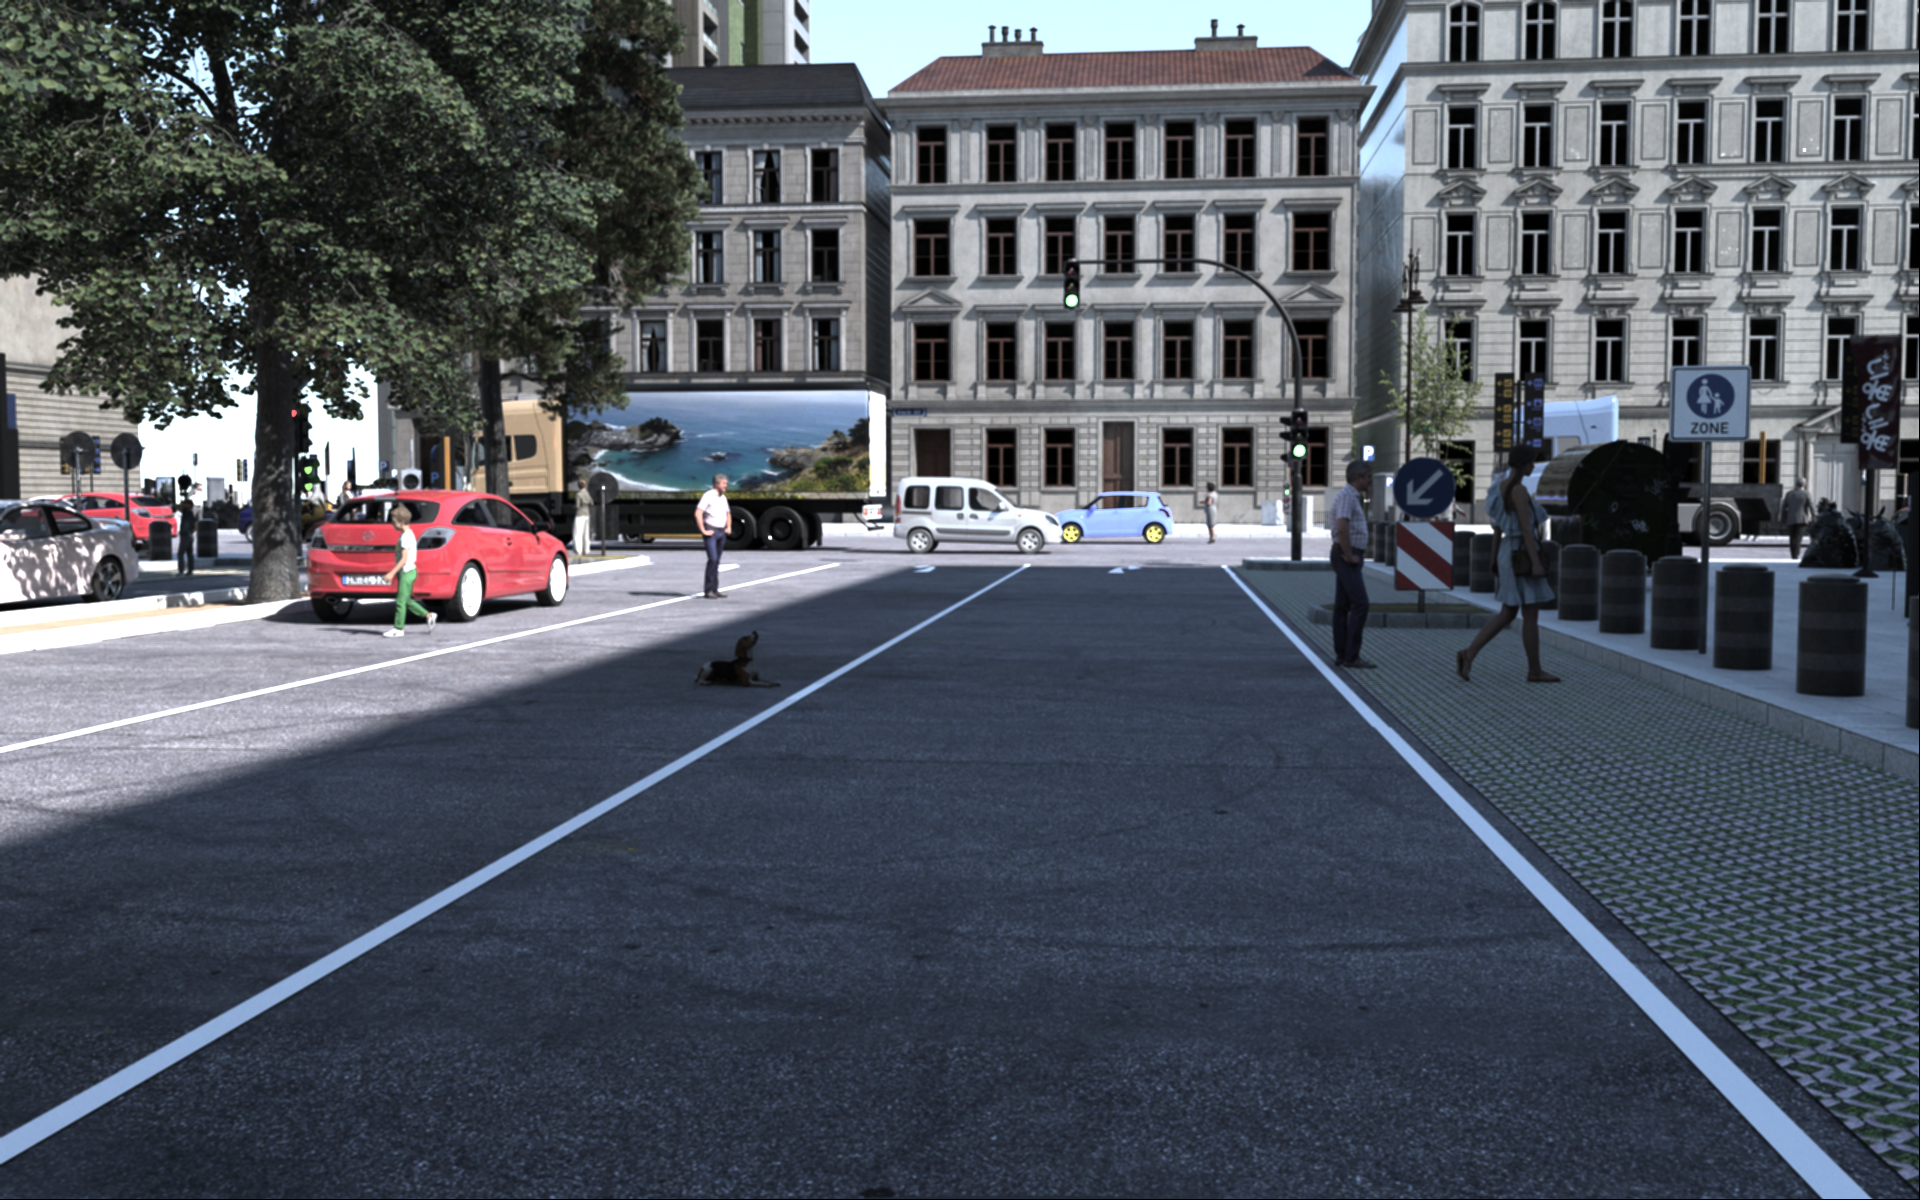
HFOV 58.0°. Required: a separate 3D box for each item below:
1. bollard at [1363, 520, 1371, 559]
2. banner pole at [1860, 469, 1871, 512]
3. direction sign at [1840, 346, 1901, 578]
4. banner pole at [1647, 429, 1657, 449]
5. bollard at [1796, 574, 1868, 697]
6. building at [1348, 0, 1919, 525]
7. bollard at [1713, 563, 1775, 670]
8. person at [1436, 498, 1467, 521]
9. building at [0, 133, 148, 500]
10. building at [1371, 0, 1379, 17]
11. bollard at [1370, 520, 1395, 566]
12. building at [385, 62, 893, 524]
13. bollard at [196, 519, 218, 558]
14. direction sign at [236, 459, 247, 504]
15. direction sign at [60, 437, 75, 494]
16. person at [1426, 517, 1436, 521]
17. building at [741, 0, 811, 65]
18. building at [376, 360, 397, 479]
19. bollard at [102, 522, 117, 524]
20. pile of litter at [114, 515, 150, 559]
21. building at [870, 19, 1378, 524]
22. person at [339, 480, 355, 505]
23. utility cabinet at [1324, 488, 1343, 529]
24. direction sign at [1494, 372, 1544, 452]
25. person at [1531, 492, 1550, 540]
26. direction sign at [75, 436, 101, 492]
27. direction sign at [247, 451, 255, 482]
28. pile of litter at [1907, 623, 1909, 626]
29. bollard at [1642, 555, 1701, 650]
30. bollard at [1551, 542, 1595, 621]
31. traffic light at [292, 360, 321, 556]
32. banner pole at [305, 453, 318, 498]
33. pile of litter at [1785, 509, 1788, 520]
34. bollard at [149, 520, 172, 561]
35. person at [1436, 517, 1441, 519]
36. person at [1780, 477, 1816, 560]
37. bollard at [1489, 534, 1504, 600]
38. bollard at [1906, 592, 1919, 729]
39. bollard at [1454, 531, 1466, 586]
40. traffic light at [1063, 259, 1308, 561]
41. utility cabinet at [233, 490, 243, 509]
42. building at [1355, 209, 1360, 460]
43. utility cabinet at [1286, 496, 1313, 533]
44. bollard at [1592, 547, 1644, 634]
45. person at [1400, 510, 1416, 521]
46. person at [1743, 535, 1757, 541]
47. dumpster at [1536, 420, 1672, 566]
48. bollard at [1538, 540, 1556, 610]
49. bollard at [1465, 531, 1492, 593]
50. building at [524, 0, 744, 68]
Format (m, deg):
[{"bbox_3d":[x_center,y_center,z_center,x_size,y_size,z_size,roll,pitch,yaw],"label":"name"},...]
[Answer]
[{"bbox_3d":[8.167,-1.191,34.184,0.404,0.777,0.398,0,3,0],"label":"bollard"},{"bbox_3d":[32.773,-4.441,62.622,0.863,3.779,0.401,-3,4,-37],"label":"banner pole"},{"bbox_3d":[13.988,-2.120,26.664,0.876,3.537,0.379,0,4,-1],"label":"direction sign"},{"bbox_3d":[26.539,-4.699,66.845,0.863,3.779,0.401,3,4,36],"label":"banner pole"},{"bbox_3d":[5.602,0.219,11.129,0.404,0.777,0.398,0,3,0],"label":"bollard"},{"bbox_3d":[40.412,-18.357,76.555,44.131,29.872,17.030,0,4,6],"label":"building"},{"bbox_3d":[5.781,0.119,12.773,0.404,0.777,0.398,0,3,0],"label":"bollard"},{"bbox_3d":[12.257,-2.124,43.502,0.850,1.792,0.678,3,5,40],"label":"person"},{"bbox_3d":[-60.782,-16.328,86.045,34.723,24.649,14.460,0,4,6],"label":"building"},{"bbox_3d":[49.565,-34.028,145.603,28.713,52.752,27.495,0,4,6],"label":"building"},{"bbox_3d":[7.982,-1.089,32.530,0.404,0.777,0.398,0,3,0],"label":"bollard"},{"bbox_3d":[-23.419,-14.074,81.017,40.483,20.767,10.553,0,4,6],"label":"building"},{"bbox_3d":[-15.285,-1.250,35.152,0.404,0.777,0.398,0,3,0],"label":"bollard"},{"bbox_3d":[-45.867,-7.262,110.738,0.379,3.537,0.876,2,4,26],"label":"direction sign"},{"bbox_3d":[-35.620,-4.745,69.570,0.876,3.537,0.379,-3,5,-40],"label":"direction sign"},{"bbox_3d":[11.078,-1.851,41.027,0.388,1.546,0.482,3,4,37],"label":"person"},{"bbox_3d":[-29.355,-38.516,171.738,28.212,58.520,21.231,0,4,6],"label":"building"},{"bbox_3d":[-50.675,-30.261,178.365,14.086,41.232,14.154,0,4,6],"label":"building"},{"bbox_3d":[-15.651,-1.049,31.867,0.404,0.777,0.398,0,3,0],"label":"bollard"},{"bbox_3d":[-16.529,-1.267,34.686,1.176,0.858,1.719,0,4,-4],"label":"pile of litter"},{"bbox_3d":[7.327,-14.829,78.613,21.152,22.565,11.583,0,4,6],"label":"building"},{"bbox_3d":[-15.817,-2.222,45.109,0.573,1.790,0.520,1,4,15],"label":"person"},{"bbox_3d":[13.515,-3.255,61.895,0.318,1.500,1.173,-2,4,-26],"label":"utility cabinet"},{"bbox_3d":[10.434,-2.471,32.393,0.876,3.537,0.379,1,4,12],"label":"direction sign"},{"bbox_3d":[11.691,-1.569,34.695,0.519,1.759,0.362,3,4,37],"label":"person"},{"bbox_3d":[-33.822,-4.615,67.451,0.379,3.537,0.876,1,4,20],"label":"direction sign"},{"bbox_3d":[-37.142,-6.068,91.204,0.379,3.537,0.876,-2,4,-23],"label":"direction sign"},{"bbox_3d":[10.024,-0.153,16.461,1.719,0.858,1.176,3,4,37],"label":"pile of litter"},{"bbox_3d":[5.969,0.018,14.417,0.404,0.777,0.398,0,3,0],"label":"bollard"},{"bbox_3d":[6.331,-0.183,17.703,0.404,0.777,0.398,0,3,0],"label":"bollard"},{"bbox_3d":[-13.616,-2.854,35.577,0.839,4.253,0.868,0,4,6],"label":"traffic light"},{"bbox_3d":[-35.578,-6.417,94.927,0.863,3.779,0.401,-2,4,-34],"label":"banner pole"},{"bbox_3d":[29.215,-2.897,61.338,1.719,0.858,1.176,-1,4,-12],"label":"pile of litter"},{"bbox_3d":[-15.470,-1.149,33.510,0.404,0.777,0.398,0,3,0],"label":"bollard"},{"bbox_3d":[14.491,-2.665,52.779,0.576,1.737,0.504,1,4,12],"label":"person"},{"bbox_3d":[17.466,-1.661,36.057,0.661,1.777,0.834,3,4,38],"label":"person"},{"bbox_3d":[6.700,-0.384,20.999,0.404,0.777,0.398,0,3,0],"label":"bollard"},{"bbox_3d":[5.413,0.320,9.479,0.404,0.777,0.398,0,3,0],"label":"bollard"},{"bbox_3d":[7.065,-0.585,24.288,0.404,0.777,0.398,0,3,0],"label":"bollard"},{"bbox_3d":[4.384,-3.595,33.454,4.771,5.953,1.251,0,4,6],"label":"traffic light"},{"bbox_3d":[-41.080,-5.501,98.616,0.318,1.500,1.173,-2,4,-32],"label":"utility cabinet"},{"bbox_3d":[45.419,-24.239,168.001,14.160,30.474,14.107,0,4,6],"label":"building"},{"bbox_3d":[11.414,-2.880,58.242,0.306,1.237,1.020,-2,4,-30],"label":"utility cabinet"},{"bbox_3d":[6.146,-0.082,16.060,0.404,0.777,0.398,0,3,0],"label":"bollard"},{"bbox_3d":[13.188,-2.299,51.102,0.505,1.210,0.382,1,4,12],"label":"person"},{"bbox_3d":[24.340,-2.616,53.077,0.589,1.601,0.330,0,4,-3],"label":"person"},{"bbox_3d":[8.827,-1.291,23.596,1.502,2.255,1.985,0,4,6],"label":"dumpster"},{"bbox_3d":[6.513,-0.283,19.349,0.404,0.777,0.398,0,3,0],"label":"bollard"},{"bbox_3d":[6.880,-0.485,22.646,0.404,0.777,0.398,0,3,0],"label":"bollard"},{"bbox_3d":[-25.305,-27.670,136.006,14.154,41.232,14.086,0,4,6],"label":"building"}]
